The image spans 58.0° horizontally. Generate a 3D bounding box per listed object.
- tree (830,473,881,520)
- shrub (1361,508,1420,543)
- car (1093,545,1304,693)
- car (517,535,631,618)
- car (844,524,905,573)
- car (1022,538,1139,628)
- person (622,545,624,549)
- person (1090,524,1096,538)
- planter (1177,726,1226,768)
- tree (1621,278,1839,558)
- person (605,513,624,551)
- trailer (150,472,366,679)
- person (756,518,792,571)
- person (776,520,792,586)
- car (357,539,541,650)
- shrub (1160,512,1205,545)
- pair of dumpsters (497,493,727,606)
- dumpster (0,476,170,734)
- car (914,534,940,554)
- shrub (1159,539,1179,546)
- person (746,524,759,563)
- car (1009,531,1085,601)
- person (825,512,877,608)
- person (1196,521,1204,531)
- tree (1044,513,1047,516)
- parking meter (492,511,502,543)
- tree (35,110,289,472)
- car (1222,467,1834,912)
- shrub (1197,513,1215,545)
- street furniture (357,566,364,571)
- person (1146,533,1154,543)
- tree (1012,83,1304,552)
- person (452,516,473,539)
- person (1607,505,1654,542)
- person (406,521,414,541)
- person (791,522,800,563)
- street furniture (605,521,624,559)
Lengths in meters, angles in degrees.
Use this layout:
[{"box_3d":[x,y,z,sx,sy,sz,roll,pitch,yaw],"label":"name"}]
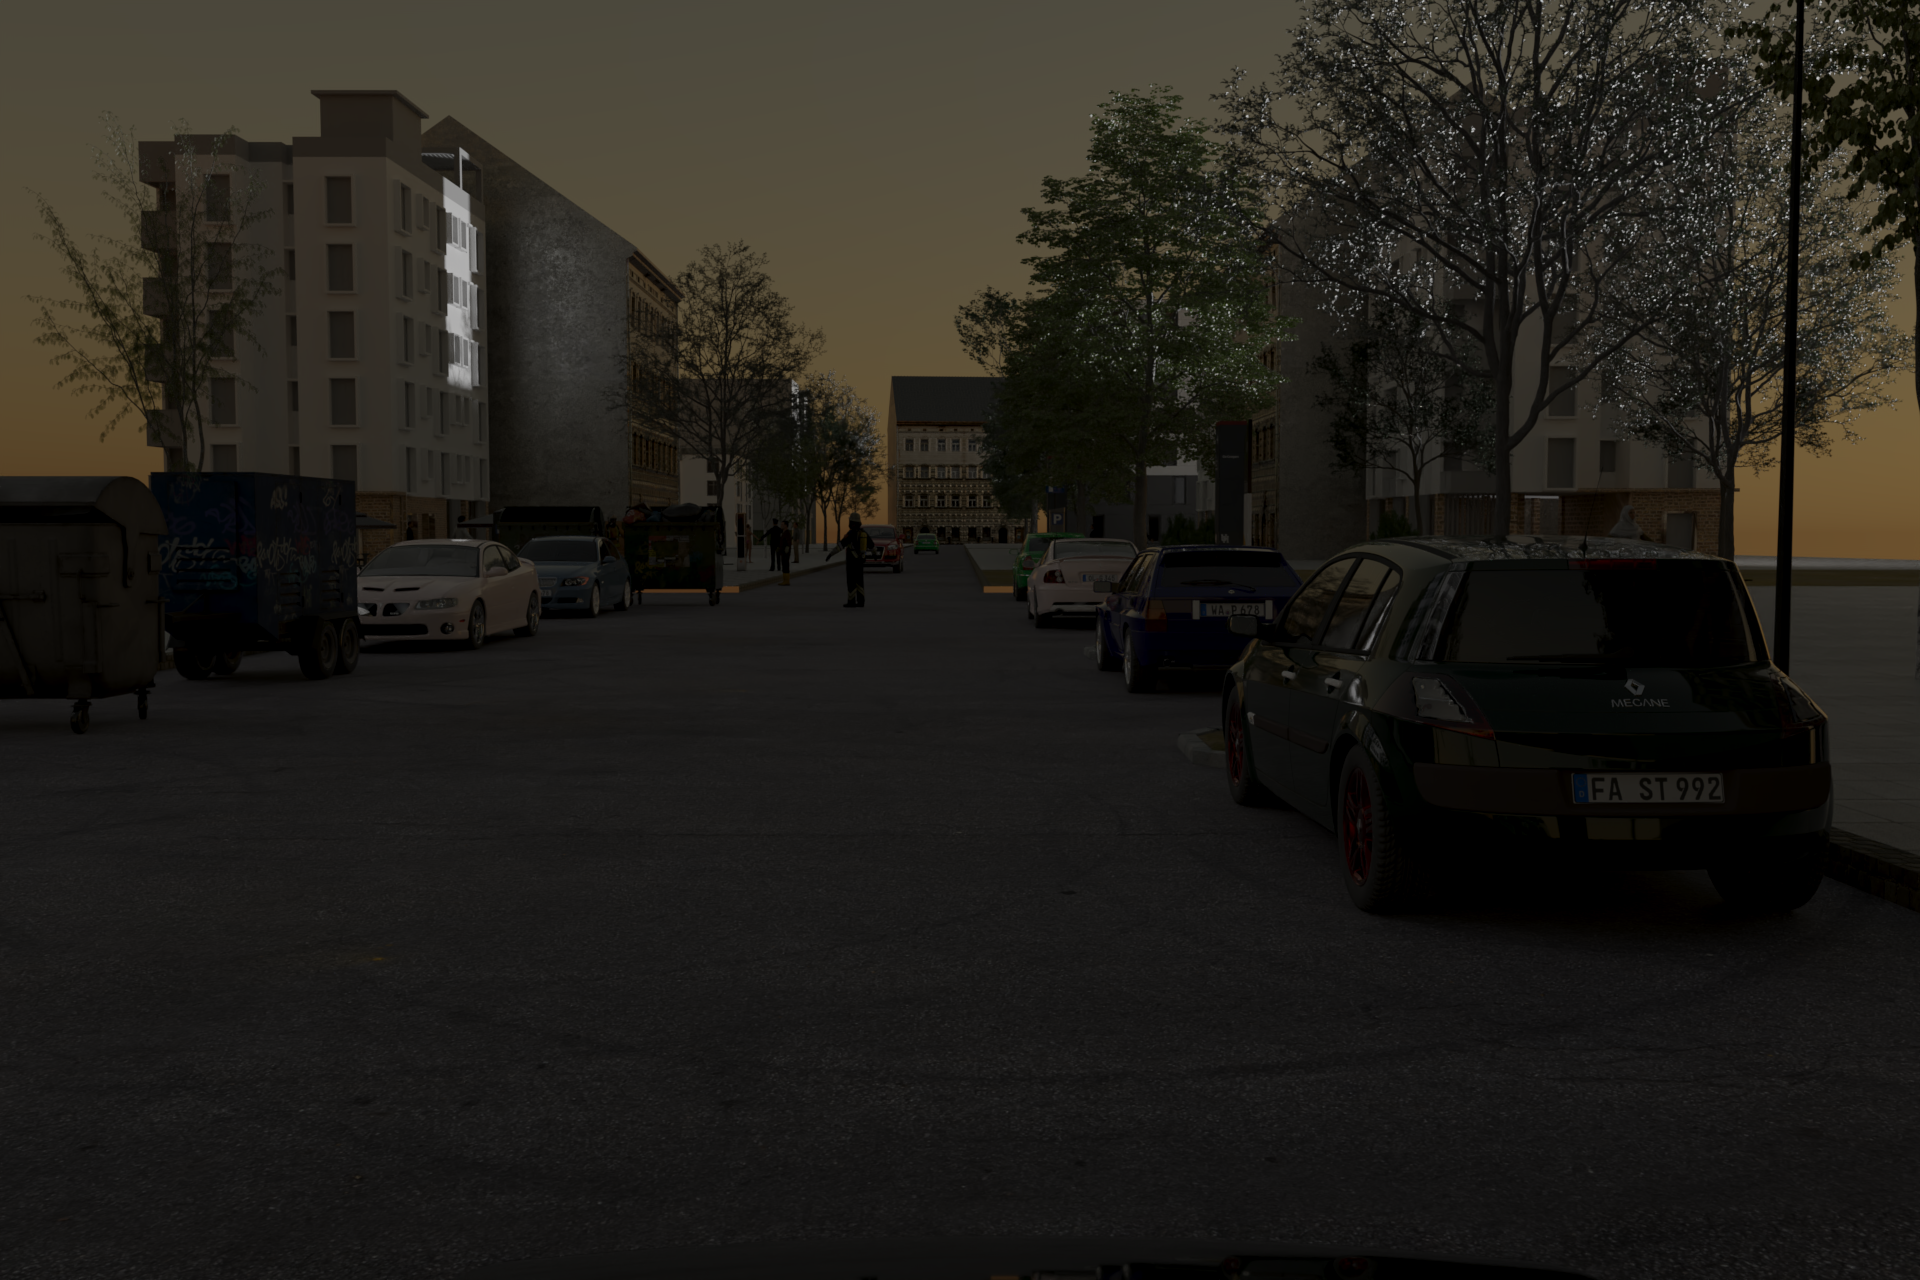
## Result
[{"box_3d":[-14.362,-18.602,238.554,7.601,10.594,8.767,0,4,-2],"label":"tree"},{"box_3d":[12.131,-2.706,48.657,1.690,2.028,1.600,0,3,0],"label":"shrub"},{"box_3d":[2.327,-0.268,16.960,1.945,1.354,3.894,0,4,-1],"label":"car"},{"box_3d":[-7.075,-1.168,31.102,2.014,1.417,4.499,0,4,0],"label":"car"},{"box_3d":[-3.163,-3.427,64.712,2.281,1.827,5.304,0,4,0],"label":"car"},{"box_3d":[2.056,-0.937,27.682,2.083,1.381,4.827,0,4,0],"label":"car"},{"box_3d":[-8.153,-2.375,44.965,1.347,1.817,0.704,2,4,24],"label":"person"},{"box_3d":[5.993,-4.428,79.116,0.721,1.740,1.216,0,4,5],"label":"person"},{"box_3d":[2.450,0.605,11.254,1.991,0.319,1.994,0,4,1],"label":"planter"},{"box_3d":[26.333,-7.619,58.990,7.601,10.594,8.767,-1,4,-18],"label":"tree"},{"box_3d":[-9.414,-2.519,46.961,1.354,1.858,0.705,-3,4,-36],"label":"person"},{"box_3d":[-6.945,-0.588,16.668,1.471,1.999,3.904,0,4,0],"label":"trailer"},{"box_3d":[-6.418,-3.316,60.157,1.347,1.837,0.705,-2,4,-28],"label":"person"},{"box_3d":[-4.886,-2.419,48.153,0.704,1.812,1.346,-1,4,-17],"label":"person"},{"box_3d":[-6.884,-0.647,22.935,2.083,1.381,4.827,0,3,0],"label":"car"},{"box_3d":[7.131,-3.150,55.927,1.690,2.028,1.600,0,3,0],"label":"shrub"},{"box_3d":[-6.957,-1.821,34.730,4.436,2.255,1.574,0,3,0],"label":"pair of dumpsters"},{"box_3d":[-7.018,-0.283,12.841,1.865,1.857,1.264,0,3,0],"label":"dumpster"},{"box_3d":[-2.392,-7.060,124.233,1.959,1.807,4.718,0,4,0],"label":"car"},{"box_3d":[5.267,-2.002,43.842,1.383,1.207,1.383,0,3,0],"label":"shrub"},{"box_3d":[-9.359,-4.292,76.971,1.217,1.733,0.721,2,4,35],"label":"person"},{"box_3d":[2.076,-1.802,38.256,1.959,1.807,4.718,0,4,0],"label":"car"},{"box_3d":[-2.067,-1.569,33.894,0.705,1.856,1.354,3,5,43],"label":"person"},{"box_3d":[9.262,-3.681,66.306,1.348,1.813,0.705,1,4,18],"label":"person"},{"box_3d":[13.362,-17.626,238.548,4.737,8.622,4.395,0,3,0],"label":"tree"},{"box_3d":[-10.824,-2.152,40.890,0.399,1.863,0.255,0,3,0],"label":"parking meter"},{"box_3d":[-13.246,-4.882,30.184,4.360,8.622,3.978,0,3,0],"label":"tree"},{"box_3d":[2.320,0.112,7.962,2.009,1.686,4.222,0,4,-1],"label":"car"},{"box_3d":[9.064,-3.506,61.746,1.690,2.028,1.600,0,3,0],"label":"shrub"},{"box_3d":[-16.937,-1.652,42.639,5.734,0.657,10.072,-1,4,-15],"label":"street furniture"},{"box_3d":[7.997,-4.223,75.229,0.705,1.806,1.347,-1,4,-21],"label":"person"},{"box_3d":[5.030,-7.720,44.355,7.486,12.596,7.792,0,3,0],"label":"tree"},{"box_3d":[-14.157,-2.641,49.369,0.705,1.806,1.347,-3,5,-45],"label":"person"},{"box_3d":[10.577,-1.254,27.274,1.217,1.736,0.721,-1,4,-20],"label":"person"},{"box_3d":[-22.591,-3.979,71.278,0.704,1.802,1.346,-1,4,-22],"label":"person"},{"box_3d":[-7.264,-4.292,76.448,0.705,1.796,1.348,-1,4,-21],"label":"person"},{"box_3d":[-14.272,-3.260,60.151,9.812,1.723,11.010,0,4,7],"label":"street furniture"}]
